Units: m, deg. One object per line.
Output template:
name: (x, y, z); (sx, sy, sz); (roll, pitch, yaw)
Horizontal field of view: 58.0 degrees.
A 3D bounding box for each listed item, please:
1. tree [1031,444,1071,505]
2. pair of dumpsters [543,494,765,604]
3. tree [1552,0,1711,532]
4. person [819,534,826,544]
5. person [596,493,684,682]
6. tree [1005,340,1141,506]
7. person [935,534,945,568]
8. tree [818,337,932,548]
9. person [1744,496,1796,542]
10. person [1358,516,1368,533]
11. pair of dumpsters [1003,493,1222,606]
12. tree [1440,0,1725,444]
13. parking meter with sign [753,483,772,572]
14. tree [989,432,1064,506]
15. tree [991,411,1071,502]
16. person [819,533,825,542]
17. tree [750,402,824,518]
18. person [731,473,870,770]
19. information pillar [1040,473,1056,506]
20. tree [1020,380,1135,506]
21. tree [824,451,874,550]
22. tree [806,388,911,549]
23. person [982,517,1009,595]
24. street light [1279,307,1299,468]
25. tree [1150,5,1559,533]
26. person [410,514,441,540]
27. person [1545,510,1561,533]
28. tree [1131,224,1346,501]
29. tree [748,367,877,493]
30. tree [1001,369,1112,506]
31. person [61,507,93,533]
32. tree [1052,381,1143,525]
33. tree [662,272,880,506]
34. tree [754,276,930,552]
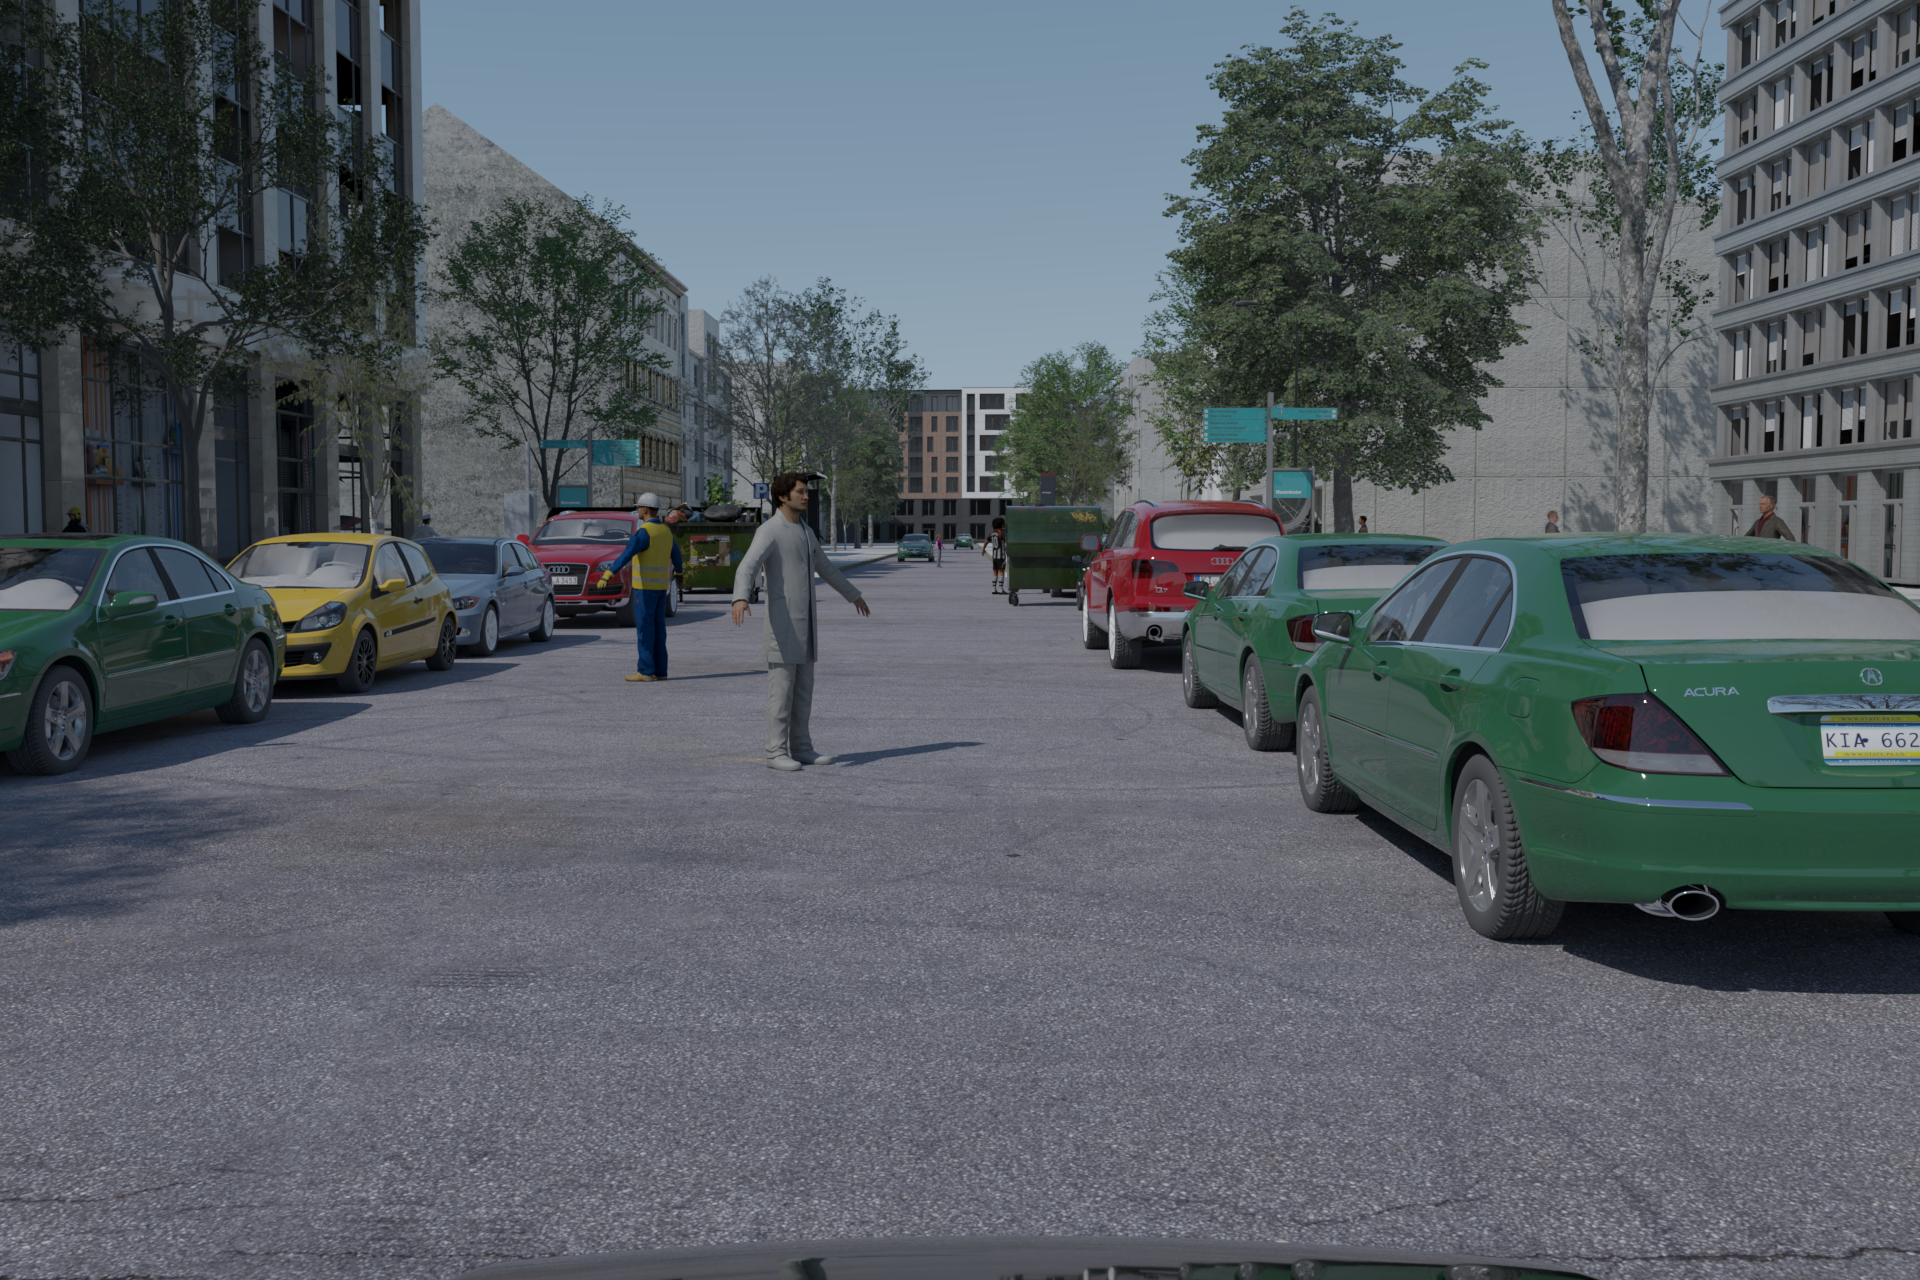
tree: (6.267, -10.822, 127.305); (4.360, 8.622, 3.978); (0, 3, 0)
pair of dumpsters: (-6.283, -1.882, 35.720); (4.436, 2.255, 1.574); (0, 4, 1)
tree: (7.254, -10.172, 22.201); (12.611, 20.169, 13.585); (0, 3, 0)
person: (-6.083, -4.101, 73.770); (0.721, 1.740, 1.216); (2, 4, 29)
person: (-3.052, -0.520, 16.925); (0.705, 1.833, 1.349); (2, 4, 25)
tree: (5.997, -10.176, 92.129); (9.928, 11.665, 9.643); (0, 3, 0)
person: (-0.832, -3.795, 73.764); (0.599, 1.433, 0.991); (1, 4, 16)
tree: (-9.062, -18.905, 164.990); (12.611, 20.169, 13.585); (0, 3, 0)
person: (11.051, -1.077, 23.795); (0.705, 1.807, 1.348); (-1, 4, -18)
person: (11.469, -2.648, 49.458); (0.704, 1.807, 1.345); (1, 4, 15)
pair of dumpsters: (3.087, -1.825, 34.793); (4.436, 2.255, 1.574); (0, 4, -1)
tree: (23.873, -12.713, 63.746); (12.611, 20.169, 13.585); (0, 3, 0)
parking meter with sign: (-6.725, -3.884, 59.766); (0.543, 3.016, 1.738); (0, 4, 2)
tree: (6.364, -14.133, 156.827); (9.928, 11.665, 9.643); (0, 3, 0)
tree: (6.315, -13.102, 139.977); (9.928, 11.665, 9.643); (0, 3, 0)
person: (-7.257, -4.961, 87.340); (0.704, 1.802, 1.346); (2, 4, 29)
tree: (-9.246, -8.689, 92.434); (4.737, 8.622, 4.395); (0, 3, 0)
person: (-1.015, -0.123, 10.649); (0.705, 1.806, 1.347); (2, 4, 31)
information pillar: (3.745, -5.186, 74.161); (0.750, 3.857, 0.750); (0, 4, -1)
tree: (7.025, -10.239, 101.827); (7.601, 10.594, 8.767); (-2, 4, -32)
tree: (-9.304, -11.576, 139.624); (4.360, 8.622, 3.978); (0, 3, 0)
tree: (-8.994, -14.893, 150.152); (9.857, 13.997, 8.962); (0, 3, 0)
person: (0.940, -1.977, 40.925); (0.704, 1.843, 1.345); (-3, 5, -42)
street light: (7.250, -3.796, 34.614); (1.470, 5.913, 1.316); (0, 3, 0)
tree: (9.300, -8.265, 41.790); (9.857, 13.997, 8.962); (0, 3, 0)
person: (-13.231, -2.245, 43.170); (1.216, 1.778, 0.721); (1, 4, 17)
person: (11.966, -1.728, 34.851); (0.434, 1.755, 0.990); (1, 4, 16)
tree: (9.234, -8.027, 57.001); (9.928, 11.665, 9.643); (0, 3, 0)
tree: (-8.830, -10.891, 103.828); (9.928, 11.665, 9.643); (0, 3, 0)
tree: (6.360, -12.179, 117.251); (7.486, 12.596, 7.792); (0, 3, 0)
person: (-18.728, -1.889, 36.650); (1.351, 1.858, 0.704); (1, 4, 16)
tree: (6.068, -8.190, 84.265); (4.360, 8.622, 3.978); (0, 3, 0)
tree: (-8.878, -10.516, 82.304); (12.009, 13.543, 11.850); (0, 3, 0)
tree: (-8.535, -16.504, 125.722); (12.611, 20.169, 13.585); (0, 3, 0)
